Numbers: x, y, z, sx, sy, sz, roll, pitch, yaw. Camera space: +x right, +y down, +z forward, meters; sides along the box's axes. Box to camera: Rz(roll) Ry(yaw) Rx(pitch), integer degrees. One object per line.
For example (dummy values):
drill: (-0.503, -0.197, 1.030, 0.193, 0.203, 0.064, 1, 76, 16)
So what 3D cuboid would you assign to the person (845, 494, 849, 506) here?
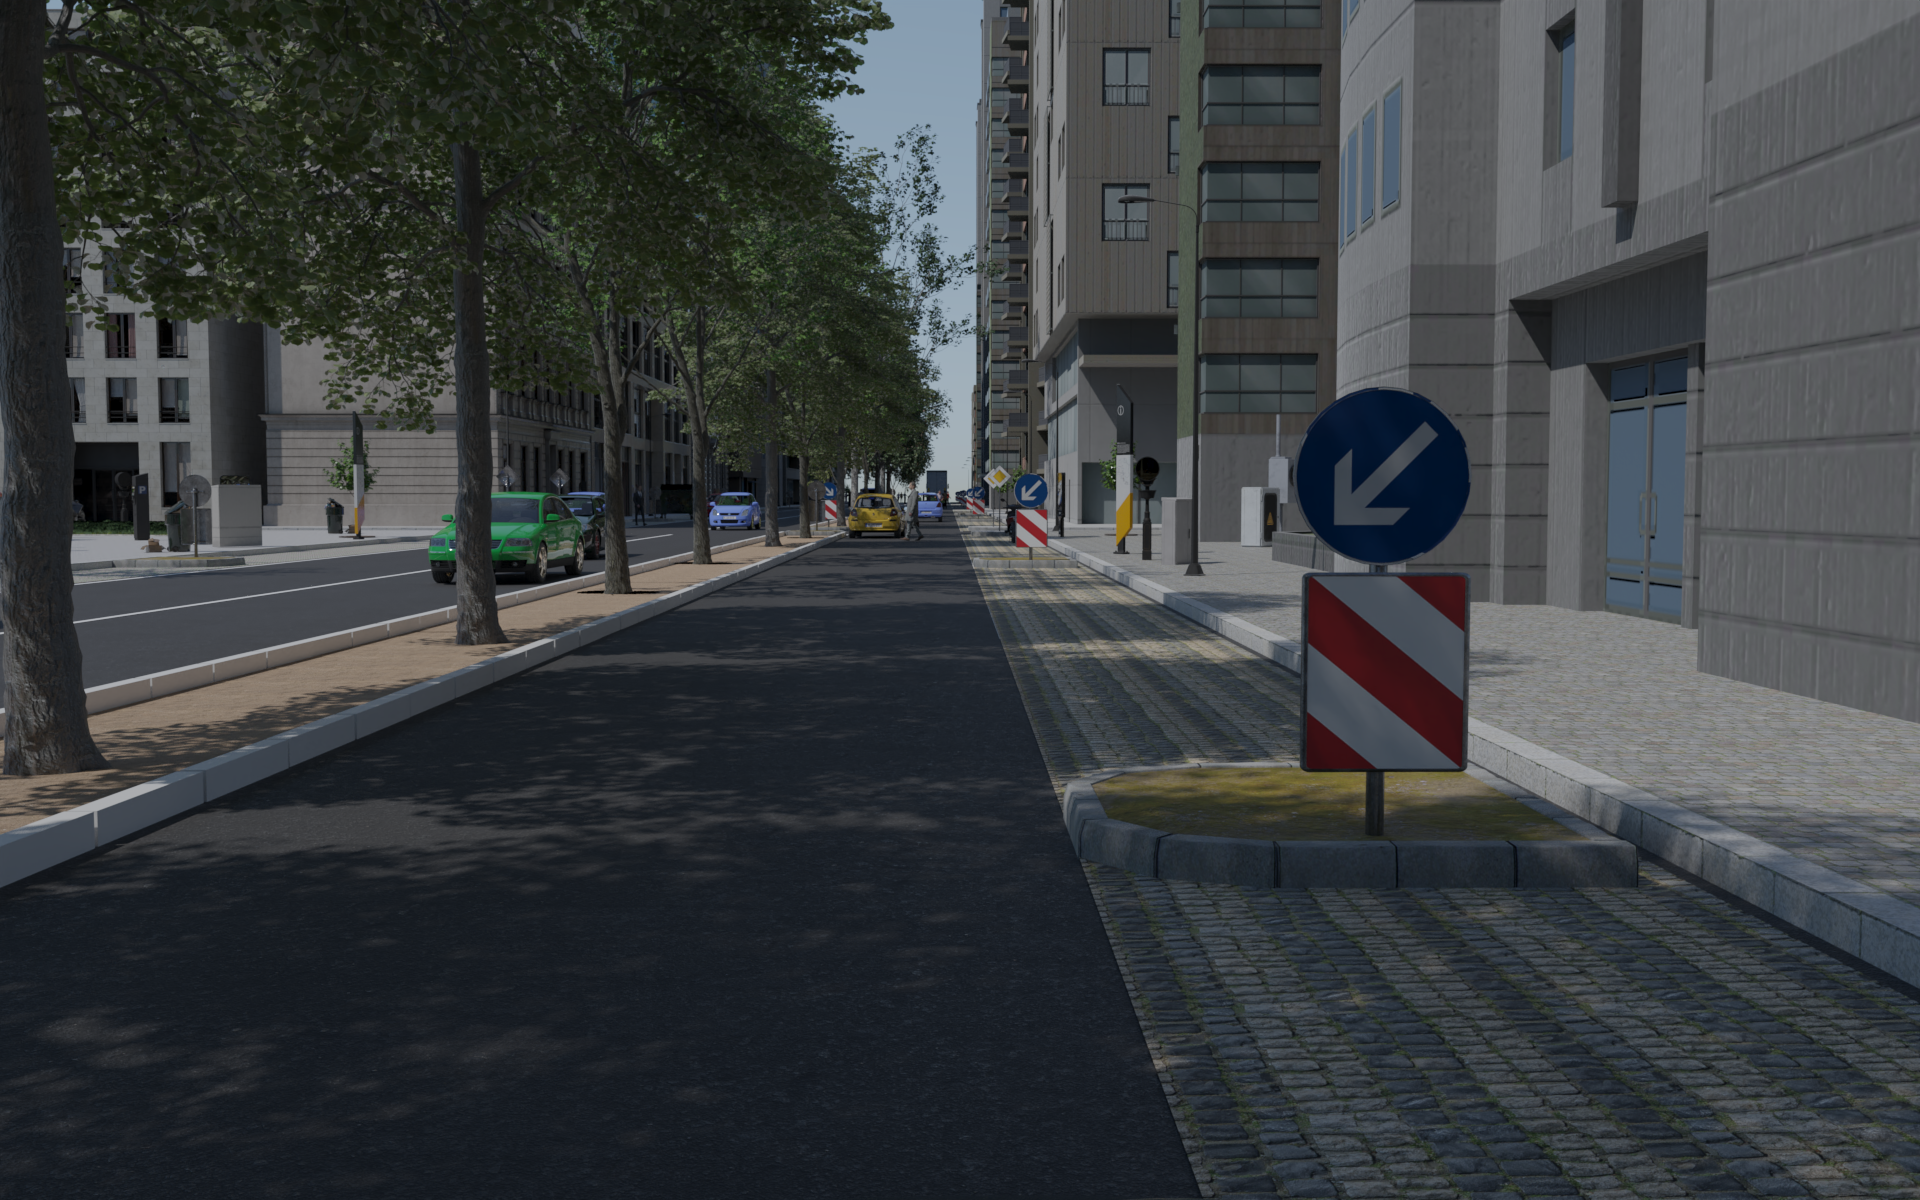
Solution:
person: (-12.999, -11.906, 203.982, 1.217, 1.723, 0.721, -1, 4, -20)

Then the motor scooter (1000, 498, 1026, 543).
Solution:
motor scooter: (1.598, -2.329, 50.854, 0.815, 1.314, 1.986, 0, 4, 0)

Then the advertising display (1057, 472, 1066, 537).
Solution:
advertising display: (3.036, -2.852, 51.850, 0.123, 1.923, 0.974, 0, 4, -4)

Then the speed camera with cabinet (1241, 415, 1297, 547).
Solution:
speed camera with cabinet: (7.650, -2.947, 42.519, 0.660, 3.252, 2.038, 3, 4, 38)

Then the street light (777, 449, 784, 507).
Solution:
street light: (-17.889, -12.458, 176.230, 1.470, 5.913, 1.316, 0, 4, 0)

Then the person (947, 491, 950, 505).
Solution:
person: (-1.643, -13.712, 232.627, 0.705, 1.831, 1.348, -1, 4, -21)

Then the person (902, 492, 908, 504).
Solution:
person: (-7.802, -14.540, 246.215, 0.705, 1.826, 1.348, 3, 4, 37)

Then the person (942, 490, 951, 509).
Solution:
person: (-1.492, -9.903, 170.502, 1.348, 1.812, 0.705, -1, 4, -17)

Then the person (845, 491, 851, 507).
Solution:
person: (-12.443, -11.456, 195.822, 1.348, 1.821, 0.705, 3, 5, 44)

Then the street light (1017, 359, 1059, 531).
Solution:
street light: (2.814, -5.333, 59.731, 1.470, 5.913, 1.316, 0, 4, 0)

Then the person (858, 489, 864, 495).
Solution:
person: (-6.968, -6.889, 121.257, 0.709, 1.813, 0.853, 1, 4, 9)

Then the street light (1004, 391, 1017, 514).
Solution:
street light: (2.657, -6.447, 77.947, 1.470, 5.913, 1.316, 0, 4, 0)

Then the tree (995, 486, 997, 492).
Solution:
tree: (3.572, -9.185, 144.777, 1.663, 3.219, 1.824, 0, 3, 0)

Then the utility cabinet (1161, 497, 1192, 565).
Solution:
utility cabinet: (4.013, -1.261, 31.777, 0.306, 1.237, 1.020, 2, 4, 27)

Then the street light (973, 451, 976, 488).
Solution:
street light: (2.131, -11.116, 154.288, 1.470, 5.913, 1.316, 0, 4, 0)

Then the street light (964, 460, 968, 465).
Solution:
street light: (1.608, -15.068, 218.903, 1.470, 5.913, 1.316, 0, 4, 0)

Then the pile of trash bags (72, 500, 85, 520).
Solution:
pile of trash bags: (-31.080, -2.960, 58.147, 3.447, 1.369, 1.912, 0, 4, 4)

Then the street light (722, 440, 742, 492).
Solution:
street light: (-17.577, -9.759, 132.105, 1.470, 5.913, 1.316, 0, 4, 0)

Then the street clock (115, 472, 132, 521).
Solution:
street clock: (-27.886, -3.254, 57.776, 0.358, 2.002, 0.471, 3, 4, 38)

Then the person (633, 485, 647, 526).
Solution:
person: (-14.492, -4.297, 78.534, 0.659, 1.850, 0.755, -3, 5, -40)

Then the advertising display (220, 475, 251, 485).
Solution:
advertising display: (-24.827, -3.312, 59.365, 0.974, 1.923, 0.123, -2, 4, -32)

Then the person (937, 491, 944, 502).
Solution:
person: (-1.775, -8.463, 147.803, 0.756, 1.711, 0.436, 0, 4, -3)

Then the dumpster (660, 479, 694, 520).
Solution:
dumpster: (-15.693, -5.588, 96.315, 1.985, 2.255, 1.502, 0, 3, 0)

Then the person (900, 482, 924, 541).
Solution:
person: (-1.484, -2.734, 53.300, 0.767, 1.812, 0.694, 0, 4, -3)

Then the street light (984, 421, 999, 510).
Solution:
street light: (2.465, -8.417, 110.163, 1.470, 5.913, 1.316, 0, 4, 0)

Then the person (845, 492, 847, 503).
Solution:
person: (-17.312, -15.566, 263.666, 0.551, 1.740, 0.621, 1, 4, 19)

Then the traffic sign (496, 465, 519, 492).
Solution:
traffic sign: (-15.577, -3.427, 59.667, 0.795, 2.450, 0.064, 0, 4, 0)

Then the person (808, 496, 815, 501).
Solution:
person: (-12.331, -8.307, 145.028, 1.217, 1.736, 0.721, -1, 4, -10)

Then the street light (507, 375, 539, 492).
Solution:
street light: (-17.115, -5.818, 67.673, 1.470, 5.913, 1.316, 0, 4, 0)

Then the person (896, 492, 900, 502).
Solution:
person: (-9.405, -15.667, 265.587, 0.756, 1.711, 0.436, -2, 4, -30)

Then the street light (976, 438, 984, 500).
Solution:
street light: (2.265, -10.418, 142.877, 1.470, 5.913, 1.316, 0, 4, 0)

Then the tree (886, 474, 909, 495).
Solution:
tree: (-5.427, -11.523, 141.213, 4.360, 8.622, 3.978, 0, 3, 0)

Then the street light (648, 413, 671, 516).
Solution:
street light: (-17.312, -7.789, 99.889, 1.470, 5.913, 1.316, 0, 4, 0)

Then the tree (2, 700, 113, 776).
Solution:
tree: (-4.601, -5.356, 8.154, 7.486, 12.596, 7.792, 0, 3, 0)

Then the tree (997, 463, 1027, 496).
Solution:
tree: (3.536, -6.799, 105.763, 1.663, 3.219, 1.824, 0, 3, 0)

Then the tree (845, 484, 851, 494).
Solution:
tree: (-19.541, -18.664, 299.760, 1.663, 3.219, 1.824, 0, 3, 0)

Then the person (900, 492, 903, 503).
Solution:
person: (-9.853, -17.300, 291.448, 1.348, 1.812, 0.705, -1, 4, -20)

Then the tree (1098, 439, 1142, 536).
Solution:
tree: (5.105, -3.599, 53.438, 1.663, 3.219, 1.824, 0, 3, 0)

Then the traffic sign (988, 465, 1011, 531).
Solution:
traffic sign: (1.367, -3.433, 59.773, 0.795, 2.450, 0.064, 0, 4, 0)

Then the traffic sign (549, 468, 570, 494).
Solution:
traffic sign: (-15.637, -3.915, 67.652, 0.795, 2.450, 0.064, 0, 4, 0)

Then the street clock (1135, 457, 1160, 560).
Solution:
street clock: (3.631, -1.775, 33.591, 0.471, 2.002, 0.358, 0, 4, 6)

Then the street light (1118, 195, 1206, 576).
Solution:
street light: (3.149, -3.336, 27.077, 1.470, 5.913, 1.316, 0, 4, 0)

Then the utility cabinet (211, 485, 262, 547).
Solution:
utility cabinet: (-17.474, -2.028, 41.834, 0.318, 1.500, 1.173, 2, 4, 31)

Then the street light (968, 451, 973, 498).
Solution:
street light: (1.907, -13.087, 186.505, 1.470, 5.913, 1.316, 0, 4, 0)

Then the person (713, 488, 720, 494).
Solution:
person: (-15.915, -6.413, 113.319, 0.580, 1.828, 0.573, 1, 4, 14)

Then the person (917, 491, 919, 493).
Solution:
person: (-4.084, -9.447, 163.673, 0.721, 1.735, 1.217, 1, 4, 13)

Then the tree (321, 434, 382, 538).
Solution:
tree: (-17.699, -3.451, 51.030, 1.663, 3.219, 1.824, 0, 3, 0)

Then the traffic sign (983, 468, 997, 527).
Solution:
traffic sign: (1.307, -3.921, 67.758, 0.795, 2.450, 0.064, 0, 4, 0)

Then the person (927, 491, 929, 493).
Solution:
person: (-3.105, -9.875, 170.500, 0.434, 1.755, 0.990, 1, 4, 21)

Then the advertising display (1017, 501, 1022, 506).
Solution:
advertising display: (2.724, -4.531, 79.293, 0.123, 1.923, 0.974, 0, 4, -3)
